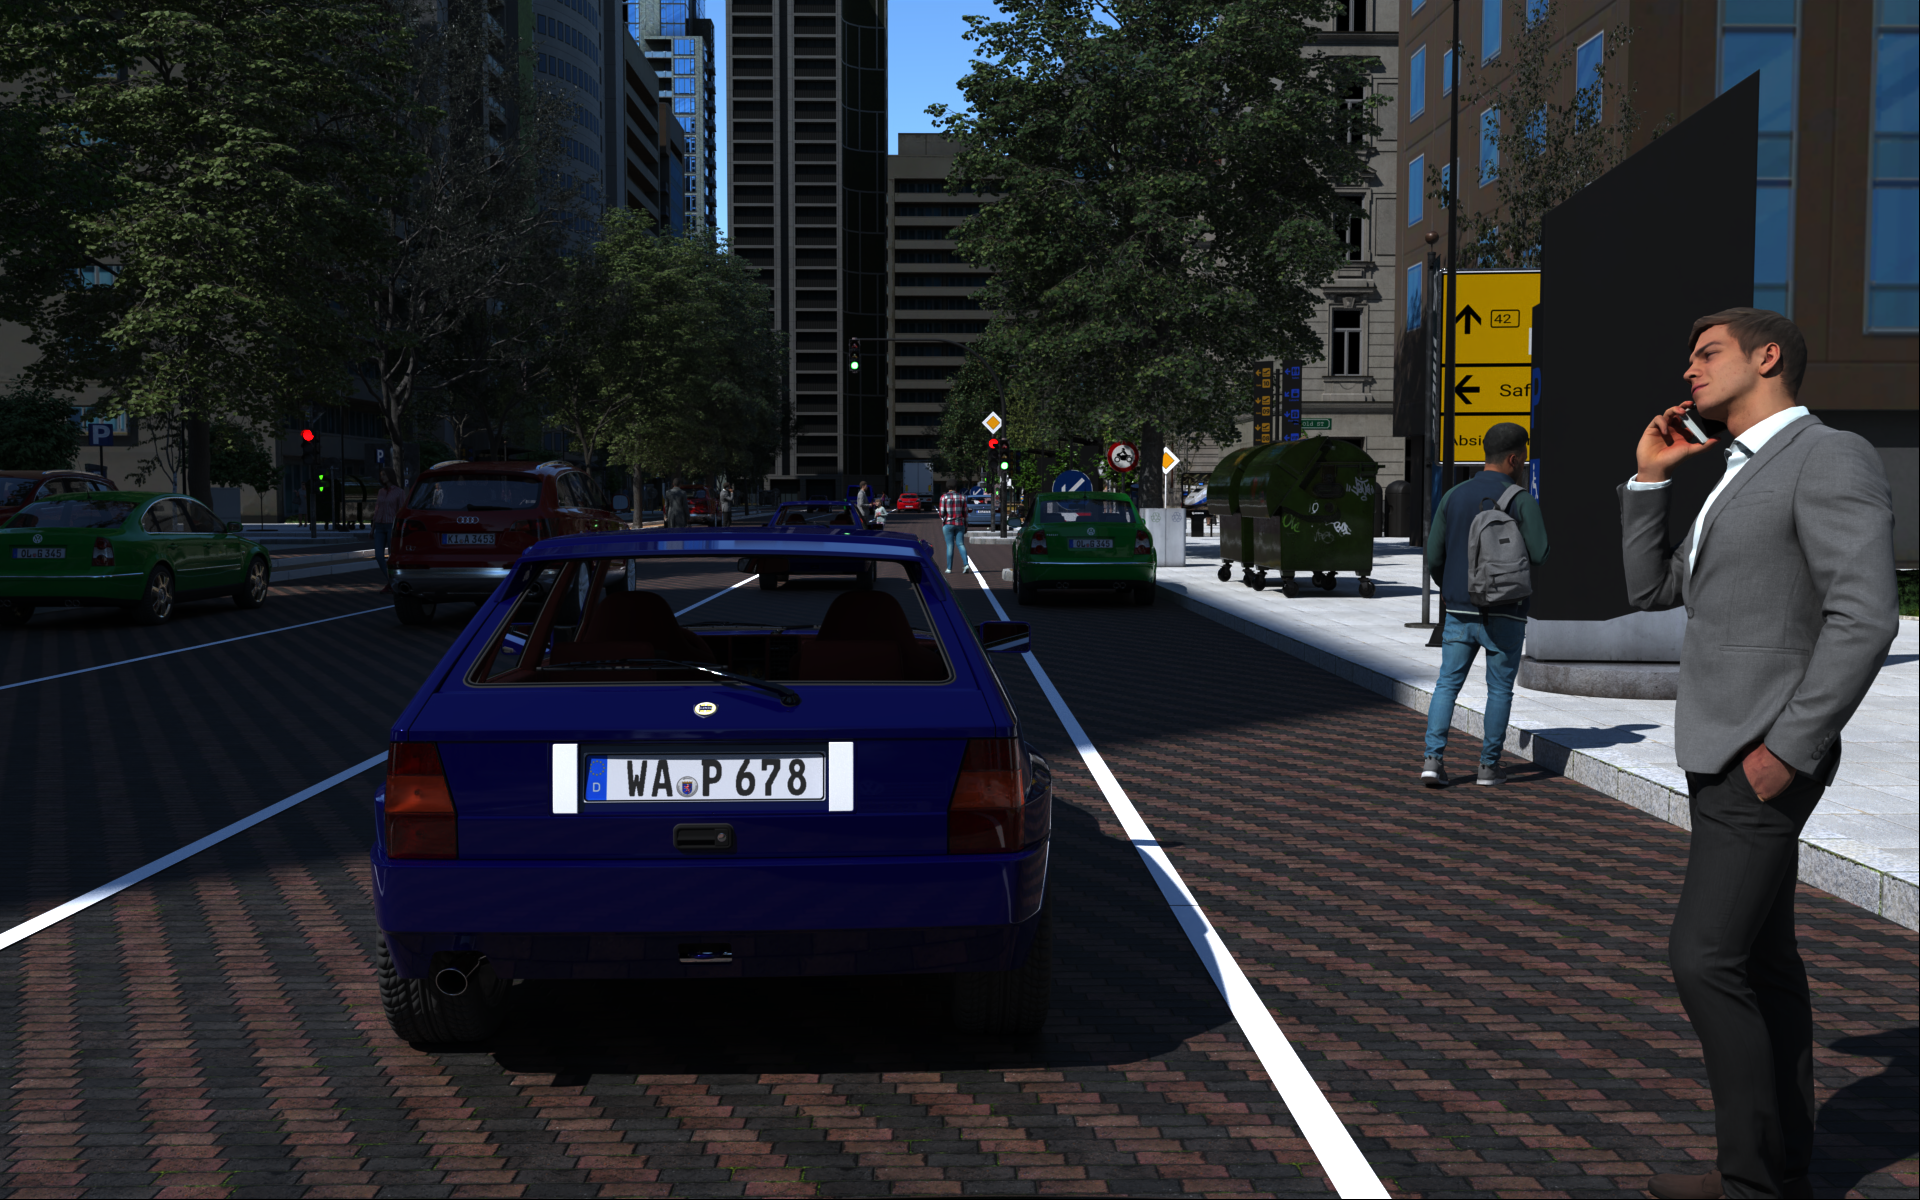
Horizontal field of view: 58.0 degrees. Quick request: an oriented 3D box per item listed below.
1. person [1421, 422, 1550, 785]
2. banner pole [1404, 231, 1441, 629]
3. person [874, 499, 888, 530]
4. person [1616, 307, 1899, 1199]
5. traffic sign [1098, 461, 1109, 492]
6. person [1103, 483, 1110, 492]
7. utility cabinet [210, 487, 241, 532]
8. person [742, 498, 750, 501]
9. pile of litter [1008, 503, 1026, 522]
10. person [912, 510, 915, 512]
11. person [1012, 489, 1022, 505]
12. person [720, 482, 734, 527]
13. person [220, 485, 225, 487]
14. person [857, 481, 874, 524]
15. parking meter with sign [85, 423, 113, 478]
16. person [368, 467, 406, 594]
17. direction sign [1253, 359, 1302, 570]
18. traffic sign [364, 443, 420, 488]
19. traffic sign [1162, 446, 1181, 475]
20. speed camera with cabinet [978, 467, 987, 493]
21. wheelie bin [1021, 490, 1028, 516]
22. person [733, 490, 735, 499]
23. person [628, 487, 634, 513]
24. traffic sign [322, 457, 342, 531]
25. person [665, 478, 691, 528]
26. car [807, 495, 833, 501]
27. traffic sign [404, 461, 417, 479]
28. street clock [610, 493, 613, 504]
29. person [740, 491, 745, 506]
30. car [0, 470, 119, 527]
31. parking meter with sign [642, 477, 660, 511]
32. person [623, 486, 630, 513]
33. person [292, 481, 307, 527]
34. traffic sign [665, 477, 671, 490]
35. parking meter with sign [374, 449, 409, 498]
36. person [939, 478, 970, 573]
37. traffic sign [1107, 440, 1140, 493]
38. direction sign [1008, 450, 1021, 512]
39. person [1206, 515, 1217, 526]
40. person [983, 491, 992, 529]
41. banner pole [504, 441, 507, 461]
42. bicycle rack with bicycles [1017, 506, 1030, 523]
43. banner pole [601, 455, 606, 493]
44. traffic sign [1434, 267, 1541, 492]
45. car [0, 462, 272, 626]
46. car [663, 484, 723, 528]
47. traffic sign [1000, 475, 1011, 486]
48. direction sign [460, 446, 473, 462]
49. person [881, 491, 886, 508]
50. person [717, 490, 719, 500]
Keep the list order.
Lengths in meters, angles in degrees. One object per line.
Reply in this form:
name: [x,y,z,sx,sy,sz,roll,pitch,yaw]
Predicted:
person: [2.579,0.022,8.491,0.623,1.781,0.721,2,4,28]
banner pole: [4.456,-1.611,16.354,0.401,3.779,0.863,1,4,8]
person: [-2.155,-2.084,46.845,0.425,1.301,0.394,1,4,23]
person: [1.516,0.325,3.364,0.473,1.802,0.592,1,4,20]
traffic sign: [5.308,-3.786,62.004,0.768,2.556,0.104,0,3,0]
person: [7.007,-4.627,82.041,0.599,1.781,0.374,3,5,40]
utility cabinet: [-24.781,-3.022,58.089,1.173,1.500,0.318,-2,4,-30]
person: [-20.234,-9.325,164.230,1.065,1.426,0.557,-3,4,-38]
pile of litter: [2.934,-4.076,80.606,1.719,0.858,1.176,0,4,-5]
person: [-3.642,-7.677,137.236,0.599,1.433,0.991,-2,4,-33]
person: [6.543,-11.584,195.461,1.348,1.821,0.705,0,4,-3]
person: [-7.414,-2.842,55.145,0.473,1.802,0.592,0,4,-3]
person: [-29.851,-3.882,70.058,0.362,1.759,0.519,0,4,-3]
person: [-2.692,-2.506,49.669,0.583,1.804,0.606,0,4,-6]
parking meter with sign: [-21.723,-2.897,43.626,0.543,3.016,1.738,-2,4,-33]
person: [-8.250,-1.003,24.917,0.555,1.821,0.388,1,4,8]
direction sign: [5.387,-2.291,29.454,0.876,3.537,0.379,3,4,36]
traffic sign: [-22.783,-4.625,69.497,2.265,3.308,0.079,0,4,4]
traffic sign: [5.660,-2.921,47.495,0.795,2.593,0.064,0,4,6]
speed camera with cabinet: [2.358,-8.213,128.625,2.038,3.252,0.660,1,4,11]
wheelie bin: [3.931,-5.518,98.125,0.980,1.594,0.693,-2,4,-33]
person: [-26.342,-11.890,201.158,1.217,1.735,0.721,0,4,2]
person: [-22.533,-6.848,118.406,0.661,1.777,0.834,1,4,11]
traffic sign: [-21.534,-3.631,59.473,0.768,2.556,0.104,0,4,4]
person: [-6.706,-2.006,41.403,0.694,1.812,0.767,1,4,16]
car: [-10.630,-7.260,131.289,1.945,1.354,3.894,0,4,0]
traffic sign: [-21.904,-4.216,68.665,0.795,2.593,0.064,1,4,8]
street clock: [-23.035,-6.736,114.696,0.358,2.002,0.471,3,5,44]
person: [-24.495,-11.487,193.867,1.348,1.823,0.705,-2,4,-31]
car: [-14.683,-1.107,26.772,2.281,1.827,5.304,0,4,0]
parking meter with sign: [-23.690,-8.282,131.670,1.738,3.016,0.543,-3,4,-39]
person: [-22.340,-6.709,115.763,0.581,1.822,0.654,-2,4,-33]
person: [-25.452,-3.699,66.878,0.716,1.782,0.532,0,4,2]
traffic sign: [-22.289,-8.103,132.597,0.768,2.556,0.104,0,4,6]
parking meter with sign: [-21.648,-4.316,66.825,1.738,3.016,0.543,1,4,14]
person: [-0.107,-1.346,31.340,0.563,1.720,0.643,-1,4,-19]
traffic sign: [3.864,-2.502,41.014,0.768,2.556,0.104,1,4,8]
direction sign: [2.805,-5.942,89.151,0.876,3.537,0.379,-3,5,-43]
person: [10.202,-3.926,70.447,0.699,1.804,1.509,2,4,24]
person: [1.222,-3.749,70.382,0.593,1.750,0.643,0,4,4]
banner pole: [-21.531,-5.635,82.149,0.401,3.779,0.863,-1,4,-14]
bicycle rack with bicycles: [4.051,-3.832,76.030,2.925,0.926,2.852,0,4,6]
banner pole: [-22.583,-7.327,109.810,0.401,3.779,0.863,-2,4,-35]
traffic sign: [5.442,-1.331,15.638,2.265,3.308,0.079,0,4,6]
car: [-9.627,-0.701,20.260,1.959,1.807,4.718,0,4,-1]
car: [-10.679,-3.725,69.570,2.281,1.827,5.304,0,4,-3]
traffic sign: [2.458,-5.563,93.093,0.606,2.300,0.079,0,4,1]
direction sign: [-23.363,-5.512,82.113,0.379,3.537,0.876,1,4,23]
person: [-7.003,-9.069,157.462,0.721,1.739,1.217,1,4,14]
person: [-27.382,-11.523,195.173,0.721,1.736,1.217,-1,4,-11]
